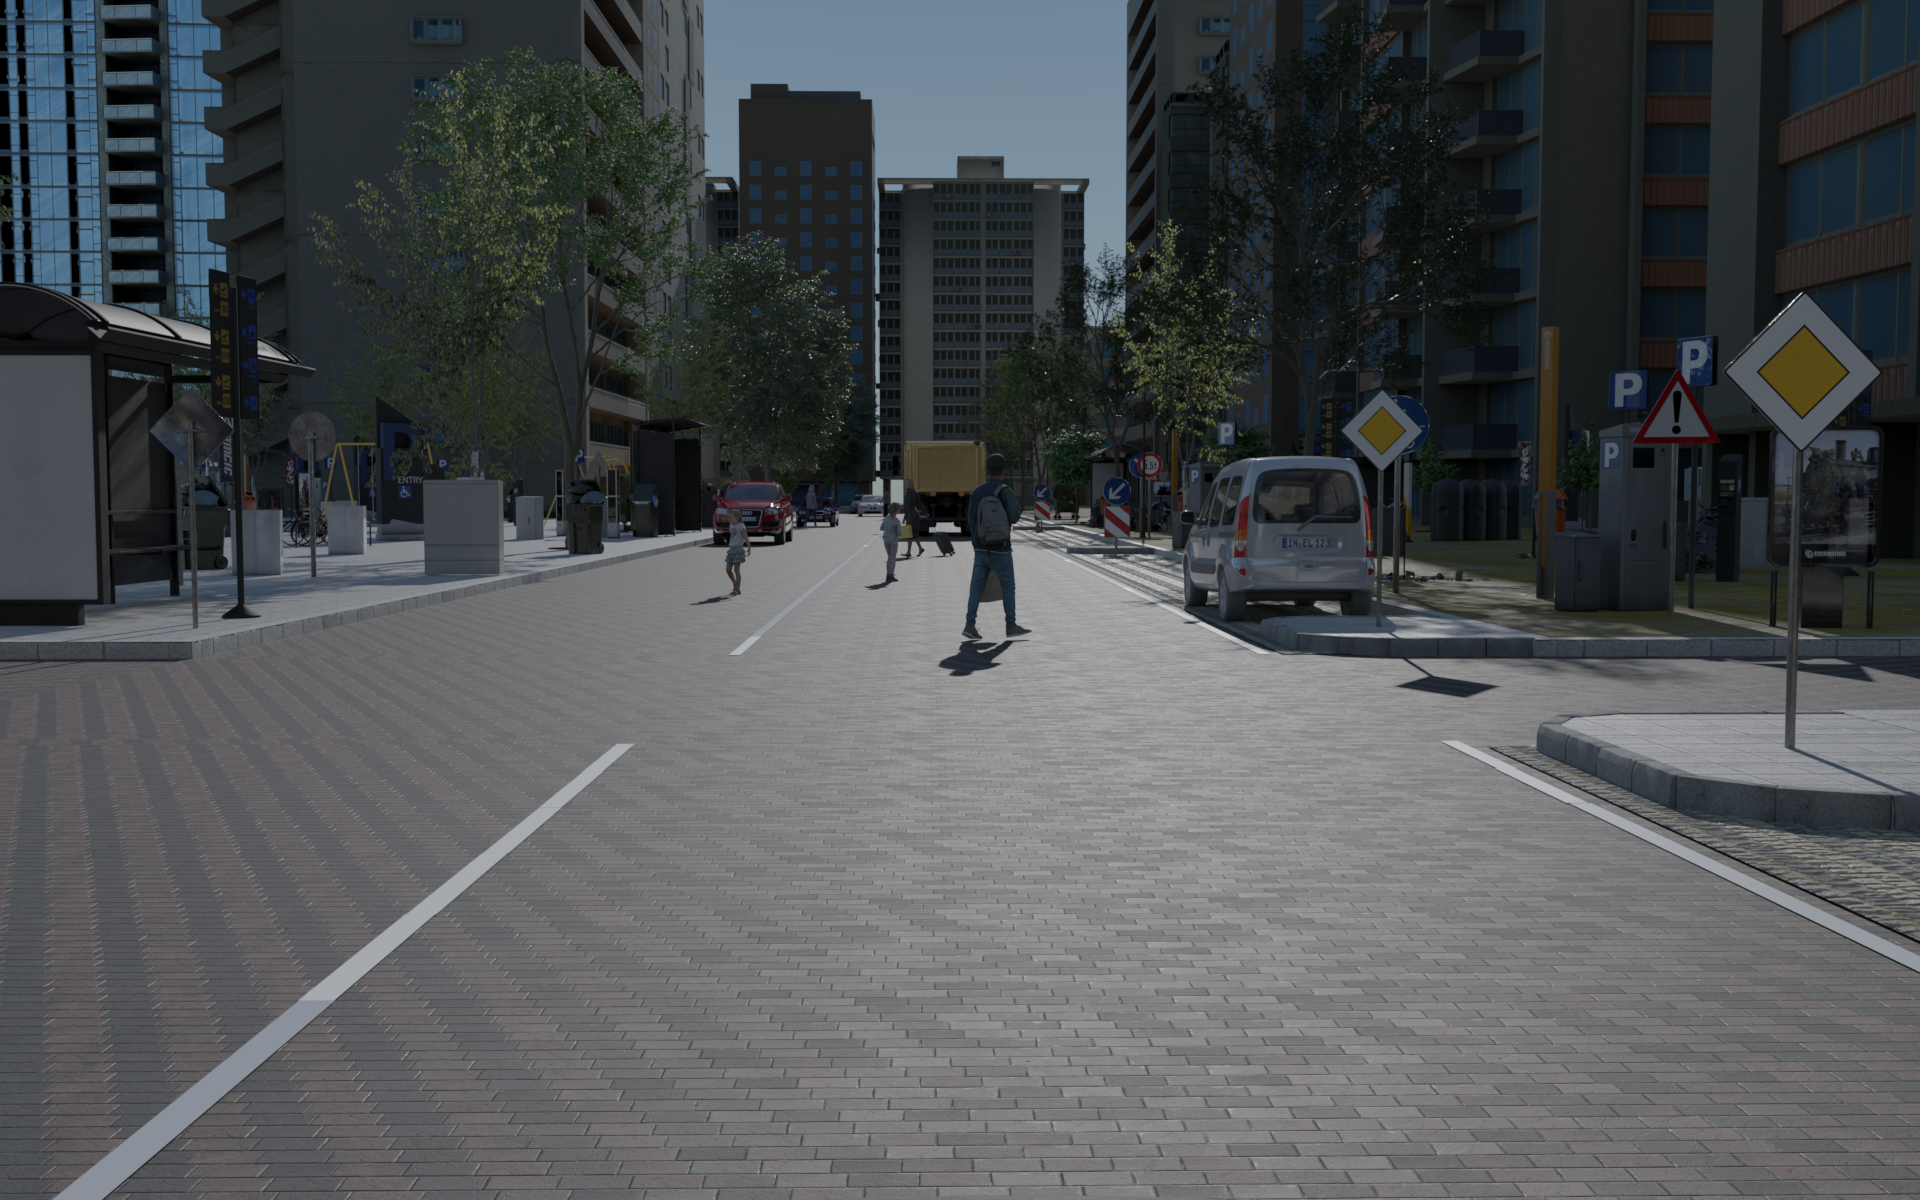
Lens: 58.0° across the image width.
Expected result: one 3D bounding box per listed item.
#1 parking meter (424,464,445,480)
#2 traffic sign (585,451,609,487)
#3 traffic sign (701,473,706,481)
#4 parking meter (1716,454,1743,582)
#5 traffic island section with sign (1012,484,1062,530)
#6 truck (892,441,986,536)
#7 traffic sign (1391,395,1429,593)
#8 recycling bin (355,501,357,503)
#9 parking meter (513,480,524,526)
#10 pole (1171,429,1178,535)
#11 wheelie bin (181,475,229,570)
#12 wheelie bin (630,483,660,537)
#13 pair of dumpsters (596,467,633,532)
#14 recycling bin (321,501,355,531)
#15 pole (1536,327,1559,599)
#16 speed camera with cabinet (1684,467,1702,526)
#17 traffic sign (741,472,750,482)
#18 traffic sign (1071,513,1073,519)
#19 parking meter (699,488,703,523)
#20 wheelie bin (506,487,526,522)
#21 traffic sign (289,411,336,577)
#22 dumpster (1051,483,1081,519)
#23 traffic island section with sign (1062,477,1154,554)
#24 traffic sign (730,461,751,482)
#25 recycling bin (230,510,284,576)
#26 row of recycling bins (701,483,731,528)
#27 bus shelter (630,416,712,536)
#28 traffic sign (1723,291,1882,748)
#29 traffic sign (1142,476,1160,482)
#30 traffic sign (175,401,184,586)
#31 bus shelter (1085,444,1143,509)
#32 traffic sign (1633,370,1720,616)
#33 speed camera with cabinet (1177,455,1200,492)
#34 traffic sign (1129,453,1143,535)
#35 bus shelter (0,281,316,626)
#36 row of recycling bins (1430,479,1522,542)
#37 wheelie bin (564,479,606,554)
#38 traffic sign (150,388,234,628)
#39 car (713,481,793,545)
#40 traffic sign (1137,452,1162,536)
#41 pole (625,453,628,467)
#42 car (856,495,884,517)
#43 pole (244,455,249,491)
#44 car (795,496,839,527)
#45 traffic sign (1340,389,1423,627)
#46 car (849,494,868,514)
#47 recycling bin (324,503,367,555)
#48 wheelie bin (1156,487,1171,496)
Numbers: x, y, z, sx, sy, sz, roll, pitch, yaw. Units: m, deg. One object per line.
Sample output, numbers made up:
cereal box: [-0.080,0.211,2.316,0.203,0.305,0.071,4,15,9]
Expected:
parking meter: [-10.271,-1.725,33.916,0.255,1.863,0.399,1,4,12]
traffic sign: [-10.821,-3.174,51.897,0.884,2.594,0.081,0,4,7]
traffic sign: [-10.987,-4.398,71.912,0.884,2.594,0.081,0,4,2]
parking meter: [11.270,-1.203,25.379,0.255,1.863,0.399,3,4,37]
traffic island section with sign: [3.099,-3.682,68.823,1.989,1.847,2.006,0,4,-1]
truck: [-0.664,-4.056,62.243,3.469,3.379,9.791,0,4,-3]
traffic sign: [5.656,-1.363,22.395,0.768,2.556,0.104,0,4,6]
recycling bin: [-23.625,-3.313,66.729,0.722,1.027,0.722,-1,4,-23]
parking meter: [-17.804,-3.921,69.817,0.399,1.863,0.255,2,4,32]
pole: [6.762,-3.716,54.598,0.158,3.312,0.155,0,3,0]
wheelie bin: [-12.884,-1.316,29.432,0.980,1.594,0.693,3,4,36]
wheelie bin: [-9.386,-2.679,51.708,0.980,1.594,0.693,1,4,18]
pair of dumpsters: [-11.772,-3.520,60.052,1.574,2.255,4.437,0,4,-1]
recycling bin: [-20.997,-2.797,58.288,0.722,1.027,0.722,3,4,38]
pole: [7.209,-1.676,21.241,0.158,3.312,0.155,0,3,0]
speed camera with cabinet: [25.749,-3.946,58.848,2.038,3.252,0.660,3,5,44]
traffic sign: [-11.368,-5.532,90.548,0.768,2.556,0.104,0,4,1]
traffic sign: [5.878,-5.541,90.707,0.768,2.556,0.104,0,4,5]
parking meter: [-9.364,-3.417,61.583,0.399,1.863,0.255,0,3,0]
wheelie bin: [-20.050,-4.305,78.298,0.693,1.594,0.980,1,4,21]
traffic sign: [-9.991,-1.627,26.701,0.768,2.556,0.104,0,4,8]
dumpster: [5.470,-5.290,88.979,1.502,2.255,1.985,0,4,-1]
traffic island section with sign: [3.603,-2.033,41.872,1.989,1.847,2.006,0,4,-1]
traffic sign: [-8.635,-4.165,68.108,0.884,2.594,0.081,0,4,6]
recycling bin: [-11.190,-0.919,27.583,0.722,1.027,0.722,-1,4,-18]
row of recycling bins: [-10.122,-3.622,66.331,3.534,1.692,1.069,-2,4,-24]
bus shelter: [-9.196,-3.927,55.484,1.731,3.624,6.357,0,4,-1]
traffic sign: [4.191,-0.309,8.692,0.795,2.450,0.064,0,4,-1]
traffic sign: [8.051,-4.492,73.446,0.884,2.594,0.081,0,4,8]
traffic sign: [-10.934,-1.482,24.240,0.884,2.594,0.081,0,4,3]
bus shelter: [6.487,-4.803,72.452,2.014,3.302,5.546,0,4,-1]
traffic sign: [7.511,-1.114,18.225,0.884,2.594,0.081,0,4,4]
speed camera with cabinet: [11.347,-5.674,87.103,2.038,3.252,0.660,0,4,1]
traffic sign: [5.666,-3.307,54.173,0.768,2.556,0.104,0,4,4]
bus shelter: [-9.145,-1.552,19.305,2.014,3.302,5.546,0,4,-1]
row of recycling bins: [14.374,-2.499,47.978,3.534,1.692,1.069,-3,4,-38]
wheelie bin: [-8.017,-1.782,37.050,0.980,1.594,0.693,1,4,18]
traffic sign: [-7.300,-0.786,16.486,0.795,2.450,0.064,0,4,-1]
car: [-6.013,-2.568,50.665,2.281,1.827,5.304,0,4,-2]
traffic sign: [5.793,-3.233,52.959,0.768,2.556,0.104,0,4,3]
pole: [-16.364,-5.581,85.091,0.158,3.312,0.155,0,3,0]
car: [-5.589,-6.023,110.843,2.083,1.381,4.827,0,4,-3]
pole: [-36.956,-5.864,89.713,0.158,3.312,0.155,0,3,0]
car: [-6.266,-3.894,76.250,1.945,1.354,3.894,0,4,-1]
traffic sign: [4.043,-0.797,16.675,0.795,2.450,0.064,0,4,-1]
car: [-6.947,-6.909,124.970,2.014,1.417,4.499,0,4,1]
recycling bin: [-13.084,-1.494,36.985,0.722,1.027,0.722,-1,4,-13]
wheelie bin: [8.798,-4.072,74.485,0.693,1.594,0.980,2,4,28]
